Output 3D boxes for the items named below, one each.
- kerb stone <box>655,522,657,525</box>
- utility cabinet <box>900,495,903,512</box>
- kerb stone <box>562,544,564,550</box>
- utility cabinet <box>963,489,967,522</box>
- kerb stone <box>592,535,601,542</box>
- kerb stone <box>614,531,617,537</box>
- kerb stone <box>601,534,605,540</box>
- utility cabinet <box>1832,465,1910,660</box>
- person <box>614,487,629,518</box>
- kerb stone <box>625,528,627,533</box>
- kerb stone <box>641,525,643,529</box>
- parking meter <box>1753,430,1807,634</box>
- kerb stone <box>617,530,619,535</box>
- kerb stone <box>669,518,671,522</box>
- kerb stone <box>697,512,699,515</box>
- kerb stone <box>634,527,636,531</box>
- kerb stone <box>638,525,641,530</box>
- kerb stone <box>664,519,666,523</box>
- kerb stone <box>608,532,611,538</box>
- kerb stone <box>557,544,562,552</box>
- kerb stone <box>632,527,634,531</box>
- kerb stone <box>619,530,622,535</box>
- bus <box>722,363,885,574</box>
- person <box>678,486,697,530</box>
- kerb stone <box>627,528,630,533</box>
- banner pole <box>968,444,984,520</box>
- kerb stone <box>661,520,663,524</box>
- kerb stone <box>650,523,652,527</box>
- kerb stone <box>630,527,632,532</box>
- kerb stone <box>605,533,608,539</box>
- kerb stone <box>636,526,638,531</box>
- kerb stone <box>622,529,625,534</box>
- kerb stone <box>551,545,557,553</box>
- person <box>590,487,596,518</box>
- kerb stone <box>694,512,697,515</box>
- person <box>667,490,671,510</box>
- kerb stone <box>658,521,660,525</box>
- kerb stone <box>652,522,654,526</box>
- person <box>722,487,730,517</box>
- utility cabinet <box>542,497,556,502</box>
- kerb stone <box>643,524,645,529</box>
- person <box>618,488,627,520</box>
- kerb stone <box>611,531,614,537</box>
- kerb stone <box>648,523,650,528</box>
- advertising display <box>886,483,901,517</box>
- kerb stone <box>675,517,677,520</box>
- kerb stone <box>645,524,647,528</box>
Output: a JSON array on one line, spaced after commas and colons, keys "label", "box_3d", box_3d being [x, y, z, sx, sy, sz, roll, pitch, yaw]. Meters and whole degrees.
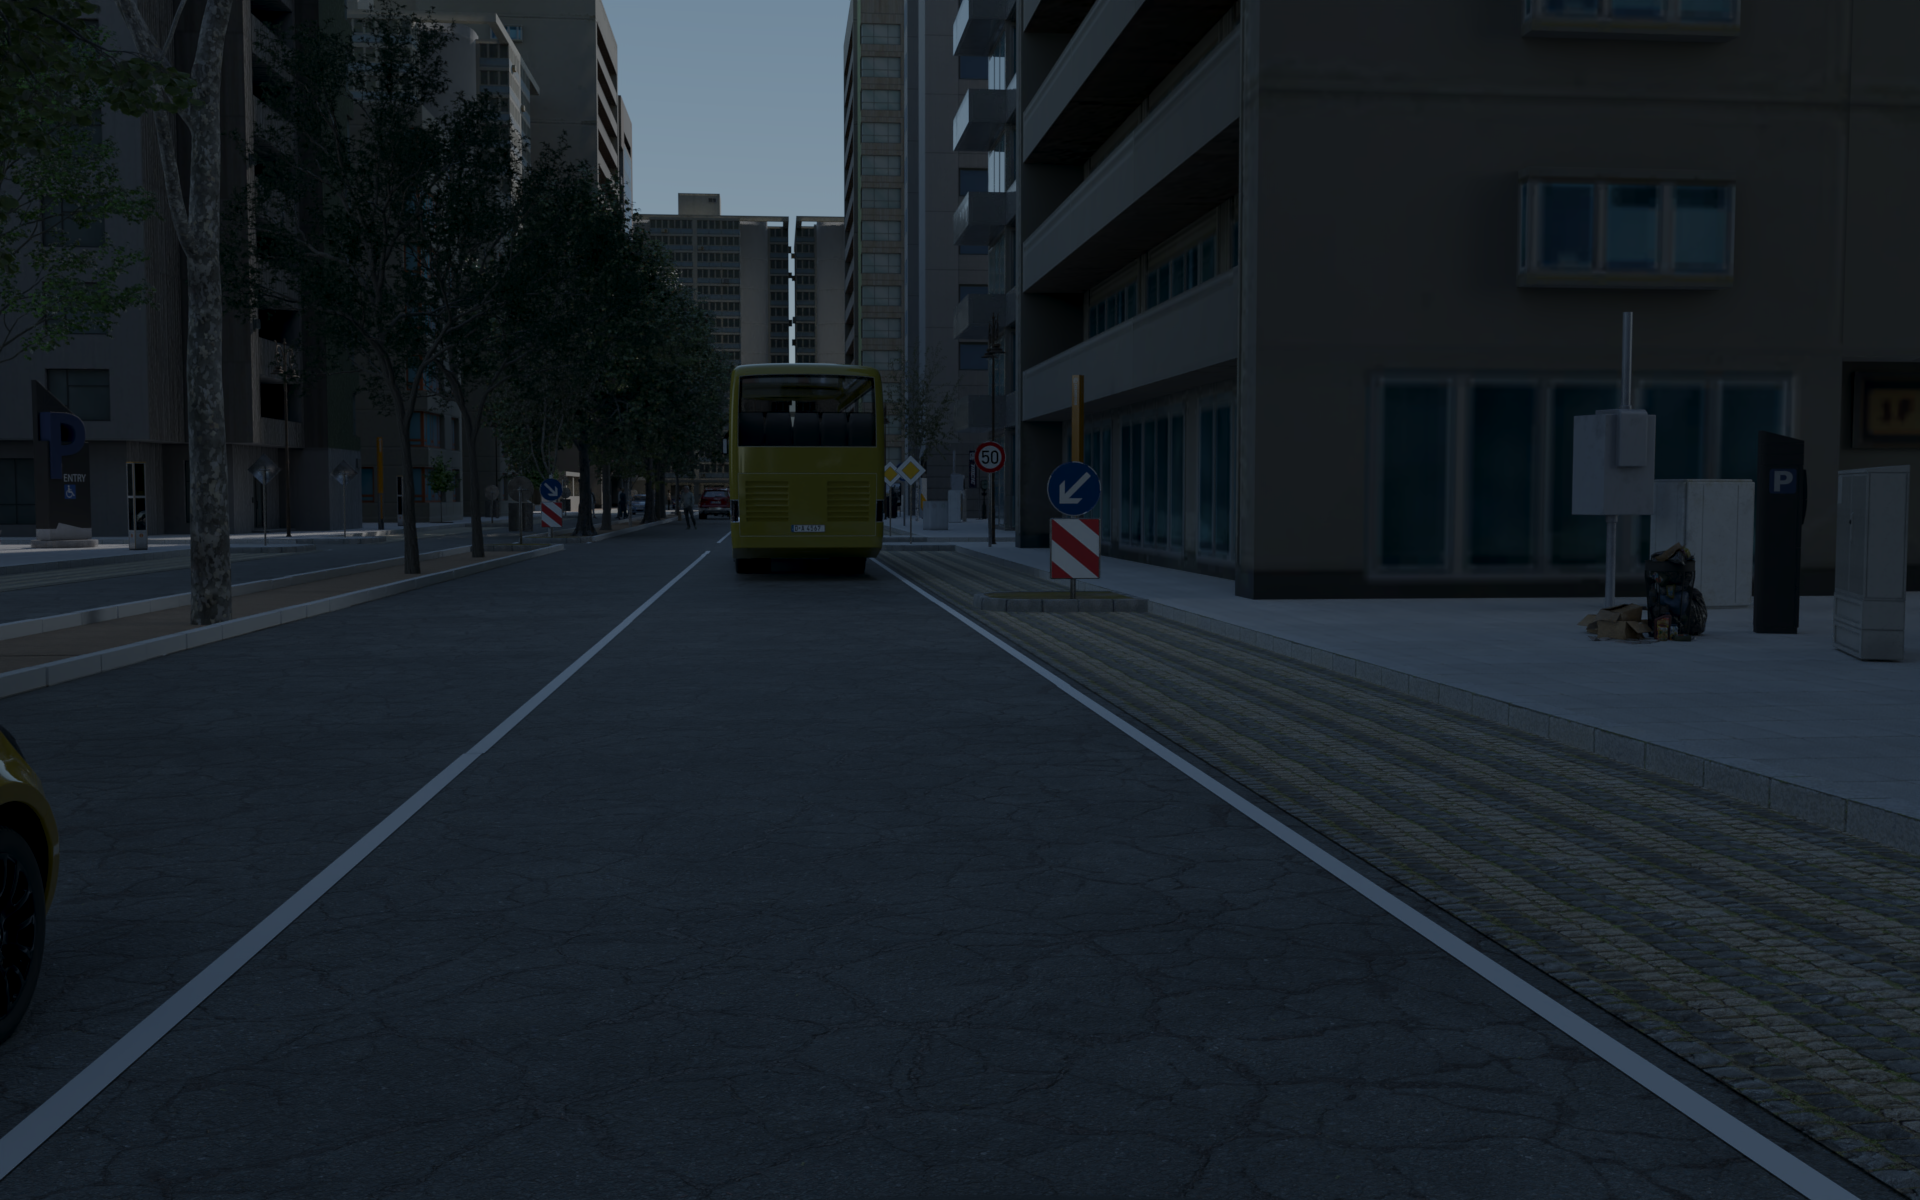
[{"label": "kerb stone", "box_3d": [-13.714, -3.359, 77.131, 0.120, 0.150, 1.000, 0, 4, -6]}, {"label": "utility cabinet", "box_3d": [-3.792, -6.867, 123.437, 1.020, 1.237, 0.306, 3, 4, 38]}, {"label": "kerb stone", "box_3d": [-10.170, -1.330, 43.936, 0.120, 0.150, 1.000, 0, 4, -6]}, {"label": "utility cabinet", "box_3d": [-0.086, -4.364, 80.036, 0.318, 1.500, 1.173, -2, 4, -25]}, {"label": "kerb stone", "box_3d": [-11.101, -1.862, 52.688, 0.120, 0.150, 1.000, 0, 4, -6]}, {"label": "kerb stone", "box_3d": [-11.643, -2.174, 57.789, 0.120, 0.150, 1.000, 0, 4, -6]}, {"label": "kerb stone", "box_3d": [-11.206, -1.927, 53.710, 0.120, 0.150, 1.000, 0, 4, -6]}, {"label": "utility cabinet", "box_3d": [7.188, -0.308, 13.712, 0.318, 1.500, 1.173, 1, 4, 17]}, {"label": "person", "box_3d": [-20.001, -5.732, 102.315, 0.850, 1.850, 0.679, 0, 4, 7]}, {"label": "kerb stone", "box_3d": [-12.081, -2.426, 61.854, 0.120, 0.150, 1.000, 0, 4, -6]}, {"label": "kerb stone", "box_3d": [-12.838, -2.858, 68.987, 0.120, 0.150, 1.000, 0, 4, -6]}, {"label": "parking meter", "box_3d": [7.556, -0.626, 15.950, 0.399, 1.863, 0.255, 1, 4, 16]}, {"label": "kerb stone", "box_3d": [-11.757, -2.239, 58.805, 0.120, 0.150, 1.000, 0, 4, -6]}, {"label": "kerb stone", "box_3d": [-14.800, -3.984, 87.326, 0.120, 0.150, 1.000, 0, 4, -6]}, {"label": "kerb stone", "box_3d": [-18.611, -6.164, 122.992, 0.120, 0.150, 1.000, 0, 4, -6]}, {"label": "kerb stone", "box_3d": [-12.523, -2.673, 65.933, 0.120, 0.150, 1.000, 0, 4, -6]}, {"label": "kerb stone", "box_3d": [-12.728, -2.800, 67.968, 0.120, 0.150, 1.000, 0, 4, -6]}, {"label": "kerb stone", "box_3d": [-14.364, -3.732, 83.250, 0.120, 0.150, 1.000, 0, 4, -6]}, {"label": "kerb stone", "box_3d": [-11.430, -2.052, 55.749, 0.120, 0.150, 1.000, 0, 4, -6]}, {"label": "kerb stone", "box_3d": [-10.061, -1.264, 42.920, 0.120, 0.150, 1.000, 0, 4, -6]}, {"label": "kerb stone", "box_3d": [-12.412, -2.613, 64.917, 0.120, 0.150, 1.000, 0, 4, -6]}, {"label": "kerb stone", "box_3d": [-11.863, -2.301, 59.821, 0.120, 0.150, 1.000, 0, 4, -6]}, {"label": "bus", "box_3d": [-3.266, -2.605, 34.144, 2.896, 3.916, 12.252, 0, 4, -7]}, {"label": "person", "box_3d": [-11.050, -3.728, 69.946, 0.782, 1.767, 0.515, 1, 4, 19]}, {"label": "kerb stone", "box_3d": [-12.189, -2.488, 62.875, 0.120, 0.150, 1.000, 0, 4, -6]}, {"label": "banner pole", "box_3d": [0.789, -5.943, 87.180, 0.863, 3.779, 0.401, 2, 4, 32]}, {"label": "kerb stone", "box_3d": [-14.151, -3.610, 81.217, 0.120, 0.150, 1.000, 0, 4, -6]}, {"label": "kerb stone", "box_3d": [-13.382, -3.168, 74.073, 0.120, 0.150, 1.000, 0, 4, -6]}, {"label": "kerb stone", "box_3d": [-12.300, -2.551, 63.901, 0.120, 0.150, 1.000, 0, 4, -6]}, {"label": "kerb stone", "box_3d": [-11.326, -1.985, 54.732, 0.120, 0.150, 1.000, 0, 4, -6]}, {"label": "kerb stone", "box_3d": [-12.632, -2.735, 66.951, 0.120, 0.150, 1.000, 0, 4, -6]}, {"label": "kerb stone", "box_3d": [-11.970, -2.359, 60.838, 0.120, 0.150, 1.000, 0, 4, -6]}, {"label": "kerb stone", "box_3d": [-9.947, -1.203, 41.904, 0.120, 0.150, 1.000, 0, 4, -6]}, {"label": "person", "box_3d": [-21.788, -5.732, 102.093, 0.818, 1.842, 0.514, 0, 4, 2]}, {"label": "kerb stone", "box_3d": [-17.854, -5.729, 115.860, 0.120, 0.150, 1.000, 0, 4, -6]}, {"label": "person", "box_3d": [-25.663, -8.833, 152.929, 0.705, 1.823, 1.348, -1, 4, -11]}, {"label": "kerb stone", "box_3d": [-13.934, -3.486, 79.184, 0.120, 0.150, 1.000, 0, 4, -6]}, {"label": "kerb stone", "box_3d": [-13.493, -3.233, 75.093, 0.120, 0.150, 1.000, 0, 4, -6]}, {"label": "person", "box_3d": [-14.504, -6.106, 107.701, 0.648, 1.900, 0.474, 0, 4, -1]}, {"label": "utility cabinet", "box_3d": [-27.825, -6.486, 117.200, 1.020, 1.237, 0.306, 2, 4, 27]}, {"label": "kerb stone", "box_3d": [-12.953, -2.924, 70.002, 0.120, 0.150, 1.000, 0, 4, -6]}, {"label": "person", "box_3d": [-18.838, -5.375, 96.799, 0.576, 1.772, 0.534, 1, 4, 17]}, {"label": "kerb stone", "box_3d": [-11.537, -2.111, 56.766, 0.120, 0.150, 1.000, 0, 4, -6]}, {"label": "kerb stone", "box_3d": [-13.272, -3.111, 73.056, 0.120, 0.150, 1.000, 0, 4, -6]}, {"label": "advertising display", "box_3d": [-3.765, -5.654, 97.653, 0.974, 1.923, 0.123, 1, 4, 23]}, {"label": "kerb stone", "box_3d": [-15.348, -4.290, 92.420, 0.120, 0.150, 1.000, 0, 4, -6]}, {"label": "kerb stone", "box_3d": [-13.056, -2.980, 71.020, 0.120, 0.150, 1.000, 0, 4, -6]}]
